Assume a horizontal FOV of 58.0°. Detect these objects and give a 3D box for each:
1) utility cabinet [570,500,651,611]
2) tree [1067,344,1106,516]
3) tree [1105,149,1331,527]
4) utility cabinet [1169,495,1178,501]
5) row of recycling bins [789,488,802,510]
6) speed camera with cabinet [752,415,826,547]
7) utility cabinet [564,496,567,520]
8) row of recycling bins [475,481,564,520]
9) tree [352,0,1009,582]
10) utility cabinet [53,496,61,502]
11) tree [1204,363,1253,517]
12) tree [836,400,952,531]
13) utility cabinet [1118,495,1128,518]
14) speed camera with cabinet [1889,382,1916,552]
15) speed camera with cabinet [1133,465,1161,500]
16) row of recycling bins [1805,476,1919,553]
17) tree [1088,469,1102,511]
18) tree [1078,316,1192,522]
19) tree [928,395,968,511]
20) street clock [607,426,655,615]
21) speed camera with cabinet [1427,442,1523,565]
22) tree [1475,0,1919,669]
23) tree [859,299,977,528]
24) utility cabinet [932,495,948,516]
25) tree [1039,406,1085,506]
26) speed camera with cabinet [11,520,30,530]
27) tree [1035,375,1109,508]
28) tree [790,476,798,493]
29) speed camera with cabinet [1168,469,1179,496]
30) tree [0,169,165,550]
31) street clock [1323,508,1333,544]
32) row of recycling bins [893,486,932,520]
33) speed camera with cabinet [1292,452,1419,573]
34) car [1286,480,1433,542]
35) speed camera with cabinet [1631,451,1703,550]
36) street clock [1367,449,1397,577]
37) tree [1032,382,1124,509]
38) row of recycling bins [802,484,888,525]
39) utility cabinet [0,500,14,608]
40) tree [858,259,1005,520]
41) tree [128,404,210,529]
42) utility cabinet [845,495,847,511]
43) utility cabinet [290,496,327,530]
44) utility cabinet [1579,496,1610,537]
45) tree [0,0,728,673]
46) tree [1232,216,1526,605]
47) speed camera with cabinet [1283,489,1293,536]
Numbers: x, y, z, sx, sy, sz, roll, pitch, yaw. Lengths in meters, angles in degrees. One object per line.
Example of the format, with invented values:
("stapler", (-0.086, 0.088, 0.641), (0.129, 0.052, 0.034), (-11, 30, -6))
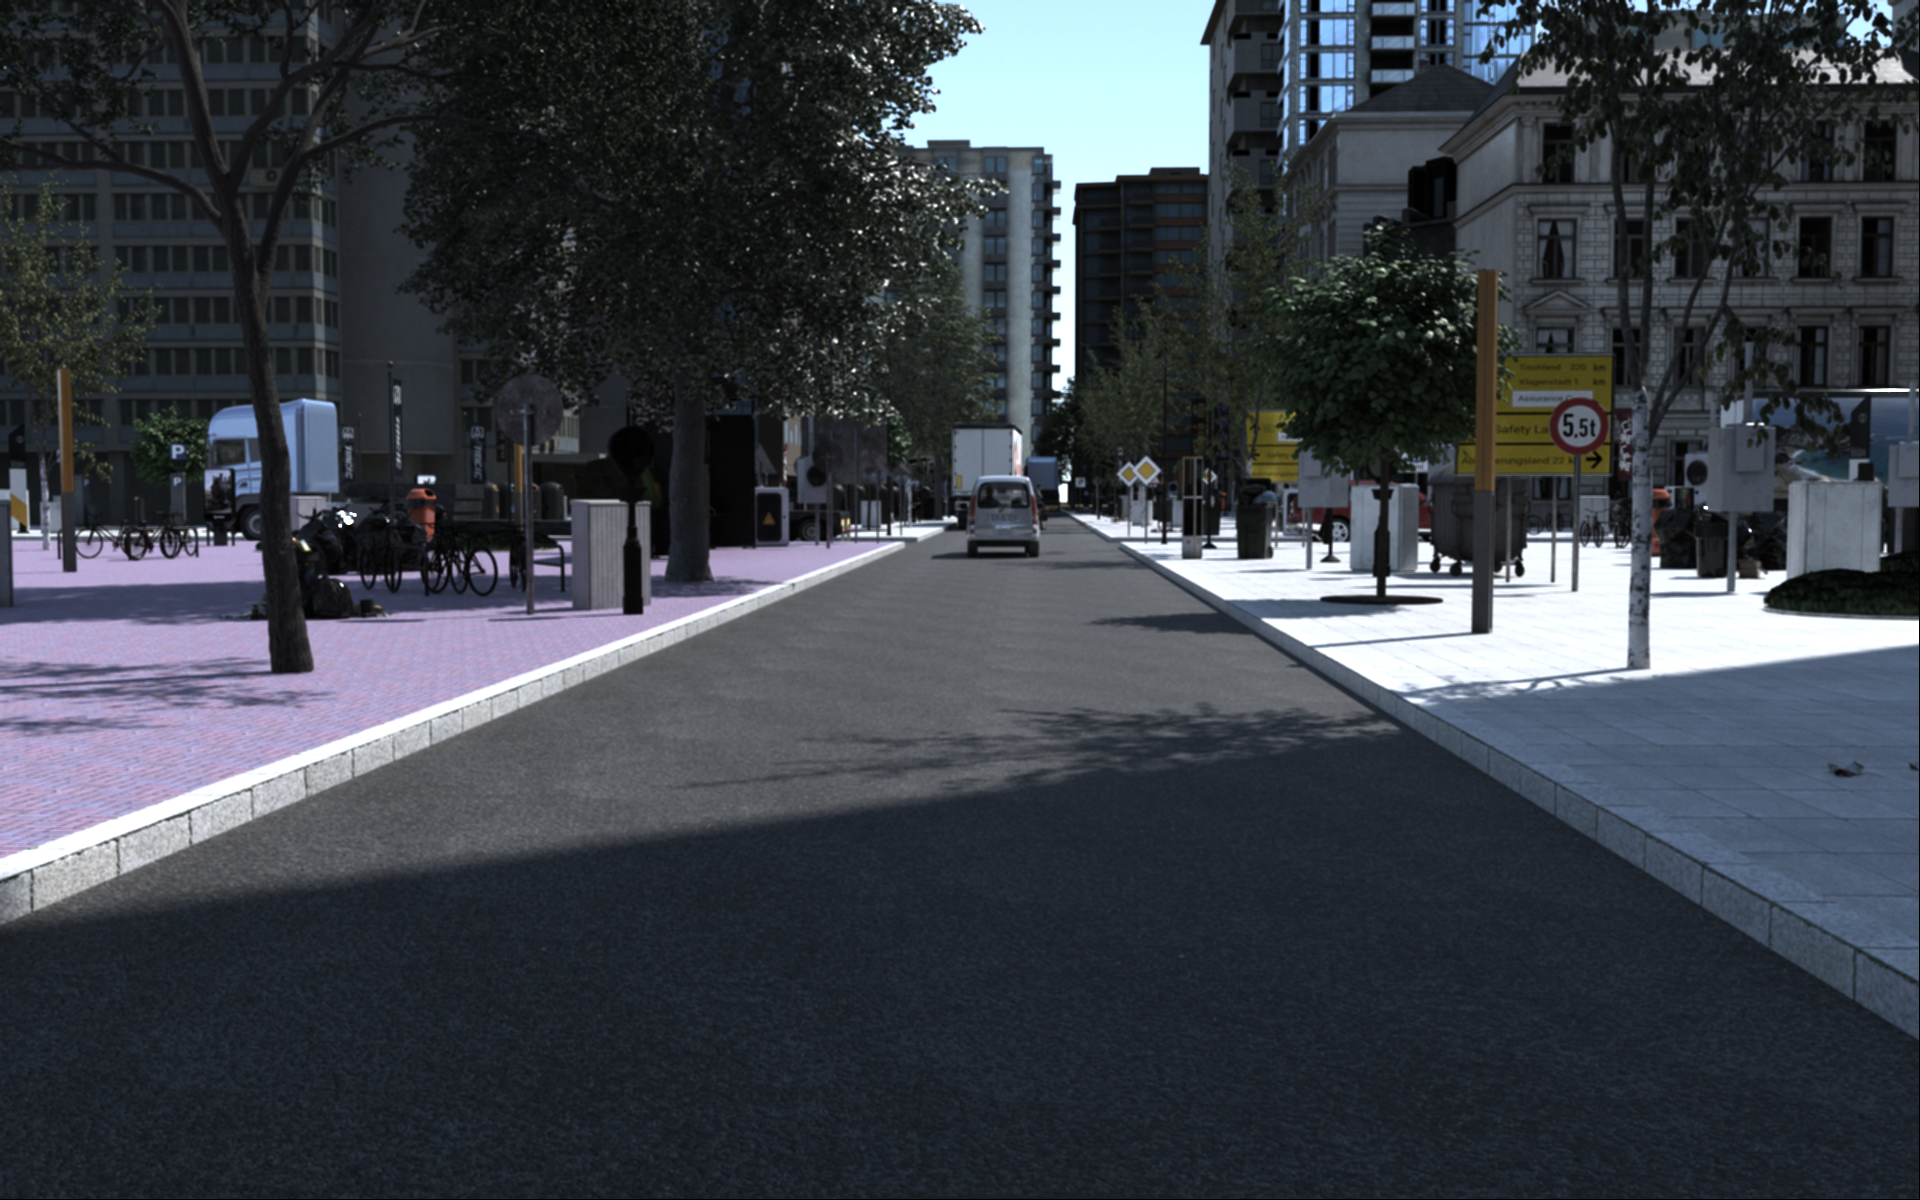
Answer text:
("utility cabinet", (-3.920, -0.512, 19.527), (0.306, 1.237, 1.020), (2, 4, 31))
("tree", (6.810, -7.088, 66.248), (4.737, 8.622, 4.395), (0, 3, 0))
("tree", (6.099, -5.325, 37.427), (4.737, 8.622, 4.395), (0, 3, 0))
("utility cabinet", (11.059, -4.958, 92.228), (1.020, 1.237, 0.306), (0, 4, 1))
("row of recycling bins", (-11.167, -6.970, 121.075), (3.534, 1.692, 1.069), (0, 4, 8))
("speed camera with cabinet", (-4.255, -2.955, 42.657), (2.038, 3.252, 0.660), (-2, 4, -24))
("utility cabinet", (-15.361, -3.351, 65.956), (1.020, 1.237, 0.306), (3, 5, 43))
("row of recycling bins", (-14.709, -3.086, 57.573), (1.069, 1.692, 3.534), (3, 4, 37))
("tree", (-3.958, -7.253, 25.239), (9.857, 13.997, 8.962), (0, 3, 0))
("utility cabinet", (-32.386, -3.141, 62.521), (1.020, 1.237, 0.306), (3, 5, 43))
("tree", (15.280, -8.966, 96.950), (4.360, 8.622, 3.978), (0, 3, 0))
("tree", (-3.203, -4.675, 60.153), (4.285, 4.588, 4.351), (0, 3, 0))
("utility cabinet", (8.826, -4.951, 92.112), (0.306, 1.237, 1.020), (-2, 4, -28))
("speed camera with cabinet", (17.505, -2.211, 30.481), (2.038, 3.252, 0.660), (2, 4, 29))
("speed camera with cabinet", (12.581, -7.471, 116.483), (2.038, 3.252, 0.660), (1, 4, 23))
("row of recycling bins", (20.206, -1.880, 37.846), (3.534, 1.692, 1.069), (3, 5, 43))
("tree", (10.116, -8.402, 131.971), (1.663, 3.219, 1.824), (0, 3, 0))
("tree", (7.593, -7.474, 72.562), (4.360, 8.622, 3.978), (0, 3, 0))
("tree", (-0.266, -10.828, 127.403), (4.737, 8.622, 4.395), (0, 3, 0))
("street clock", (-3.499, -0.850, 18.475), (0.471, 2.002, 0.358), (-1, 4, -20))
("speed camera with cabinet", (9.533, -2.307, 32.062), (0.660, 3.252, 2.038), (-2, 4, -24))
("tree", (5.111, -3.787, 12.287), (4.360, 8.622, 3.978), (0, 3, 0))
("tree", (-1.687, -7.068, 65.927), (4.360, 8.622, 3.978), (0, 3, 0))
("utility cabinet", (-1.157, -5.610, 102.881), (1.020, 1.237, 0.306), (1, 4, 17))
("tree", (11.994, -15.844, 184.807), (9.928, 11.665, 9.643), (0, 3, 0))
("speed camera with cabinet", (-34.043, -4.083, 61.087), (2.038, 3.252, 0.660), (-1, 4, -22))
("tree", (11.104, -15.080, 164.680), (7.486, 12.596, 7.792), (0, 3, 0))
("tree", (-10.869, -7.554, 118.115), (1.663, 3.219, 1.824), (0, 3, 0))
("speed camera with cabinet", (14.392, -7.770, 121.370), (2.038, 3.252, 0.660), (2, 4, 28))
("tree", (-20.623, -5.435, 39.222), (4.737, 8.622, 4.395), (0, 3, 0))
("street clock", (9.443, -2.435, 44.380), (0.471, 2.002, 0.358), (2, 4, 31))
("row of recycling bins", (-3.075, -4.943, 87.923), (3.534, 1.692, 1.069), (1, 4, 19))
("speed camera with cabinet", (6.674, -2.122, 29.037), (0.660, 3.252, 2.038), (-3, 5, -43))
("car", (11.660, -2.380, 47.590), (5.304, 1.827, 2.281), (0, 4, 0))
("speed camera with cabinet", (15.729, -2.665, 37.903), (0.660, 3.252, 2.038), (-2, 4, -28))
("street clock", (6.544, -1.361, 26.829), (0.358, 2.002, 0.471), (-2, 4, -32))
("tree", (9.654, -12.834, 144.249), (8.767, 10.594, 7.601), (-2, 4, -34))
("row of recycling bins", (-4.758, -4.043, 73.213), (3.534, 1.692, 1.069), (0, 4, 2))
("utility cabinet", (-11.256, -0.510, 19.503), (1.020, 1.237, 0.306), (-2, 4, -26))
("tree", (-1.456, -10.166, 84.339), (7.486, 12.596, 7.792), (0, 3, 0))
("tree", (-28.551, -4.842, 62.884), (4.285, 4.588, 4.351), (0, 3, 0))
("utility cabinet", (-8.022, -6.821, 122.678), (0.306, 1.237, 1.020), (3, 5, 39))
("utility cabinet", (-17.138, -2.106, 45.593), (0.306, 1.237, 1.020), (2, 4, 24))
("utility cabinet", (19.000, -2.507, 52.154), (0.306, 1.237, 1.020), (-3, 5, -40))
("tree", (-5.096, -4.771, 12.416), (7.601, 10.594, 8.767), (3, 4, 36))
("tree", (4.968, -2.257, 20.621), (4.285, 4.588, 4.351), (0, 3, 0))
("speed camera with cabinet", (10.947, -3.585, 52.947), (2.038, 3.252, 0.660), (1, 4, 20))
